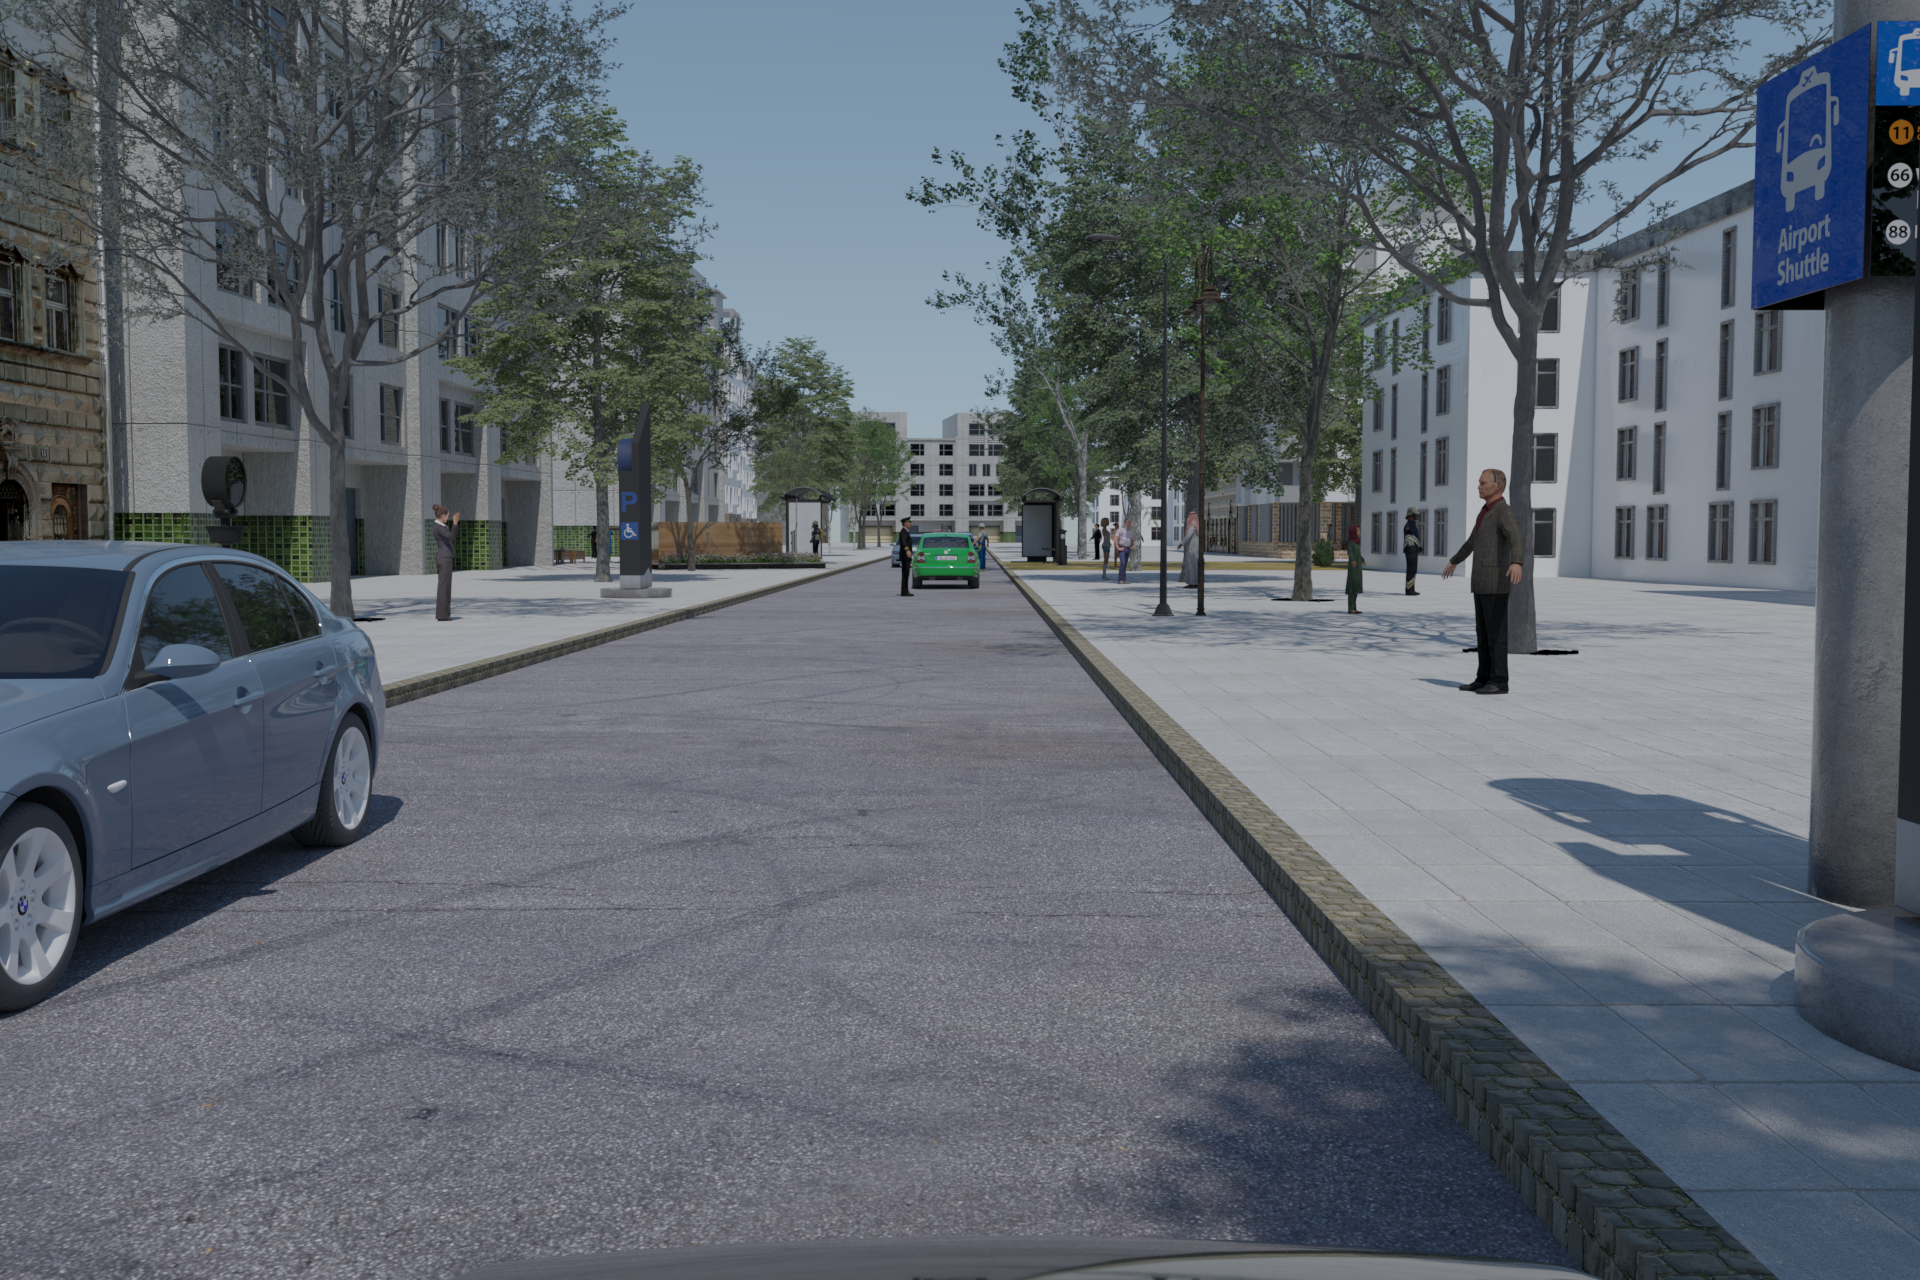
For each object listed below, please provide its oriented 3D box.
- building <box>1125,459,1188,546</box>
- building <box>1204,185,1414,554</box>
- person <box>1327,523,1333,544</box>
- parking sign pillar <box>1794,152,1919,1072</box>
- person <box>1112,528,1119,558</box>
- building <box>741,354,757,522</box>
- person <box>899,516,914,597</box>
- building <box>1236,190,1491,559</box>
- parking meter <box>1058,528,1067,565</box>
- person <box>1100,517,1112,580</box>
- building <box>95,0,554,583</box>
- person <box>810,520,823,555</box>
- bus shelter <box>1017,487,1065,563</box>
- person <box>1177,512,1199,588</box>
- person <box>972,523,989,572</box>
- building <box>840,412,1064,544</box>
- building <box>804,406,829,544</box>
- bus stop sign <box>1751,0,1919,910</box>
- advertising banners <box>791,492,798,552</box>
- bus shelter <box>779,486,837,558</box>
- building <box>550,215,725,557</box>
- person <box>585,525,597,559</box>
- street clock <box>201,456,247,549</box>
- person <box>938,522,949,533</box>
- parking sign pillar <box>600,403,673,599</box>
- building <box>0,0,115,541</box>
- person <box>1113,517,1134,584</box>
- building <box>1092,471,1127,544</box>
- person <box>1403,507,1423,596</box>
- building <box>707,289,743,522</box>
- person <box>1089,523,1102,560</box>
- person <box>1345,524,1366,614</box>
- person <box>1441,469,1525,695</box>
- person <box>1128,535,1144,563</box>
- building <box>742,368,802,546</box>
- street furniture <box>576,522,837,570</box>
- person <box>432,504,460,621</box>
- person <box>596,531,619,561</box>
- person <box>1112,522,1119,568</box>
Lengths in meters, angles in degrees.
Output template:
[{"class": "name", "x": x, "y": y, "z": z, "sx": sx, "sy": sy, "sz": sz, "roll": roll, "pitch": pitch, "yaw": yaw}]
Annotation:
[{"class": "building", "x": 23.797, "y": -15.061, "z": 188.395, "sx": 9.099, "sy": 9.664, "sz": 28.070, "roll": 0, "pitch": 4, "yaw": 0}, {"class": "building", "x": 26.730, "y": -17.482, "z": 116.751, "sx": 19.493, "sy": 23.208, "sz": 18.063, "roll": 0, "pitch": 4, "yaw": 1}, {"class": "person", "x": 17.722, "y": -4.704, "z": 83.181, "sx": 0.705, "sy": 1.796, "sz": 1.348, "roll": 1, "pitch": 4, "yaw": 13}, {"class": "parking sign pillar", "x": 2.936, "y": -0.969, "z": 4.313, "sx": 1.447, "sy": 3.967, "sz": 1.447, "roll": 0, "pitch": 3, "yaw": 0}, {"class": "person", "x": 8.338, "y": -5.248, "z": 91.654, "sx": 0.705, "sy": 1.847, "sz": 1.347, "roll": 2, "pitch": 4, "yaw": 33}, {"class": "building", "x": -27.646, "y": -19.715, "z": 178.756, "sx": 16.016, "sy": 20.090, "sz": 11.380, "roll": 0, "pitch": 4, "yaw": 1}, {"class": "person", "x": -1.219, "y": -1.926, "z": 39.877, "sx": 0.705, "sy": 1.837, "sz": 1.347, "roll": 0, "pitch": 4, "yaw": 0}, {"class": "building", "x": 21.548, "y": -15.006, "z": 101.771, "sx": 16.016, "sy": 20.090, "sz": 11.380, "roll": 0, "pitch": 3, "yaw": 0}, {"class": "parking meter", "x": 4.247, "y": -3.865, "z": 71.597, "sx": 0.372, "sy": 1.533, "sz": 0.369, "roll": 0, "pitch": 3, "yaw": 0}, {"class": "person", "x": 4.179, "y": -2.573, "z": 48.674, "sx": 0.721, "sy": 1.753, "sz": 1.214, "roll": 0, "pitch": 4, "yaw": 3}, {"class": "building", "x": -25.071, "y": -11.453, "z": 53.709, "sx": 16.747, "sy": 18.905, "sz": 31.486, "roll": 0, "pitch": 4, "yaw": 1}, {"class": "person", "x": -6.077, "y": -4.083, "z": 72.542, "sx": 0.705, "sy": 1.856, "sz": 1.354, "roll": -1, "pitch": 4, "yaw": -14}, {"class": "bus shelter", "x": 3.600, "y": -5.140, "z": 77.958, "sx": 2.014, "sy": 3.302, "sz": 5.546, "roll": 0, "pitch": 4, "yaw": 1}, {"class": "person", "x": 5.506, "y": -2.139, "z": 41.128, "sx": 0.704, "sy": 1.811, "sz": 1.347, "roll": 2, "pitch": 4, "yaw": 29}, {"class": "person", "x": 0.812, "y": -3.541, "z": 66.201, "sx": 0.705, "sy": 1.847, "sz": 1.347, "roll": 2, "pitch": 4, "yaw": 30}, {"class": "building", "x": -1.542, "y": -23.830, "z": 258.528, "sx": 31.486, "sy": 18.905, "sz": 16.747, "roll": -1, "pitch": 4, "yaw": -8}, {"class": "building", "x": -27.670, "y": -24.543, "z": 232.204, "sx": 19.493, "sy": 23.208, "sz": 18.063, "roll": 0, "pitch": 4, "yaw": 1}, {"class": "bus stop sign", "x": 3.331, "y": -1.038, "z": 5.989, "sx": 0.837, "sy": 3.901, "sz": 0.837, "roll": 0, "pitch": 4, "yaw": 1}, {"class": "advertising banners", "x": -6.868, "y": -4.631, "z": 71.909, "sx": 0.090, "sy": 3.025, "sz": 2.074, "roll": 0, "pitch": 4, "yaw": 2}, {"class": "bus shelter", "x": -6.626, "y": -5.026, "z": 76.098, "sx": 2.014, "sy": 3.302, "sz": 5.546, "roll": 0, "pitch": 4, "yaw": 1}, {"class": "building", "x": -26.090, "y": -15.023, "z": 112.077, "sx": 16.747, "sy": 18.905, "sz": 31.486, "roll": 0, "pitch": 4, "yaw": 1}, {"class": "person", "x": -19.226, "y": -5.137, "z": 90.707, "sx": 0.721, "sy": 1.740, "sz": 1.216, "roll": 2, "pitch": 4, "yaw": 27}, {"class": "street clock", "x": -6.834, "y": -0.707, "z": 16.137, "sx": 0.358, "sy": 2.002, "sz": 0.471, "roll": 0, "pitch": 4, "yaw": 1}, {"class": "person", "x": -0.478, "y": -2.810, "z": 54.528, "sx": 1.348, "sy": 1.813, "sz": 0.705, "roll": 2, "pitch": 4, "yaw": 32}, {"class": "parking sign pillar", "x": -6.563, "y": -2.846, "z": 35.003, "sx": 1.447, "sy": 3.967, "sz": 1.447, "roll": 0, "pitch": 4, "yaw": 0}, {"class": "building", "x": -27.782, "y": -12.056, "z": 28.045, "sx": 19.493, "sy": 23.208, "sz": 18.063, "roll": 0, "pitch": 4, "yaw": 1}, {"class": "person", "x": 4.272, "y": -2.295, "z": 44.499, "sx": 0.756, "sy": 1.711, "sz": 0.436, "roll": -3, "pitch": 4, "yaw": -37}, {"class": "building", "x": 22.903, "y": -17.616, "z": 230.164, "sx": 9.099, "sy": 9.664, "sz": 28.070, "roll": 0, "pitch": 4, "yaw": 0}, {"class": "person", "x": 9.447, "y": -1.849, "z": 36.102, "sx": 0.704, "sy": 1.845, "sz": 1.351, "roll": 1, "pitch": 4, "yaw": 21}, {"class": "building", "x": -23.748, "y": -17.050, "z": 135.179, "sx": 16.016, "sy": 20.090, "sz": 11.380, "roll": 0, "pitch": 4, "yaw": 1}, {"class": "person", "x": 6.768, "y": -4.870, "z": 85.819, "sx": 0.705, "sy": 1.806, "sz": 1.347, "roll": -1, "pitch": 4, "yaw": -21}, {"class": "person", "x": 6.401, "y": -1.141, "z": 27.863, "sx": 0.599, "sy": 1.438, "sz": 0.989, "roll": 1, "pitch": 4, "yaw": 23}, {"class": "person", "x": 4.263, "y": -0.477, "z": 13.983, "sx": 0.705, "sy": 1.807, "sz": 1.348, "roll": 0, "pitch": 4, "yaw": -7}, {"class": "person", "x": 7.531, "y": -4.243, "z": 75.560, "sx": 1.347, "sy": 1.806, "sz": 0.705, "roll": -2, "pitch": 4, "yaw": -32}, {"class": "building", "x": -28.206, "y": -22.662, "z": 201.457, "sx": 19.493, "sy": 23.208, "sz": 18.063, "roll": 0, "pitch": 4, "yaw": 0}, {"class": "street furniture", "x": -8.261, "y": -3.577, "z": 65.343, "sx": 11.010, "sy": 1.723, "sz": 9.812, "roll": -1, "pitch": 4, "yaw": -23}, {"class": "person", "x": -7.502, "y": -1.142, "z": 25.521, "sx": 0.742, "sy": 1.727, "sz": 0.445, "roll": 2, "pitch": 4, "yaw": 34}, {"class": "person", "x": -16.266, "y": -4.512, "z": 79.898, "sx": 0.704, "sy": 1.817, "sz": 1.347, "roll": 3, "pitch": 5, "yaw": 45}, {"class": "person", "x": 6.079, "y": -3.642, "z": 66.357, "sx": 0.721, "sy": 1.733, "sz": 1.217, "roll": 0, "pitch": 4, "yaw": 8}]
